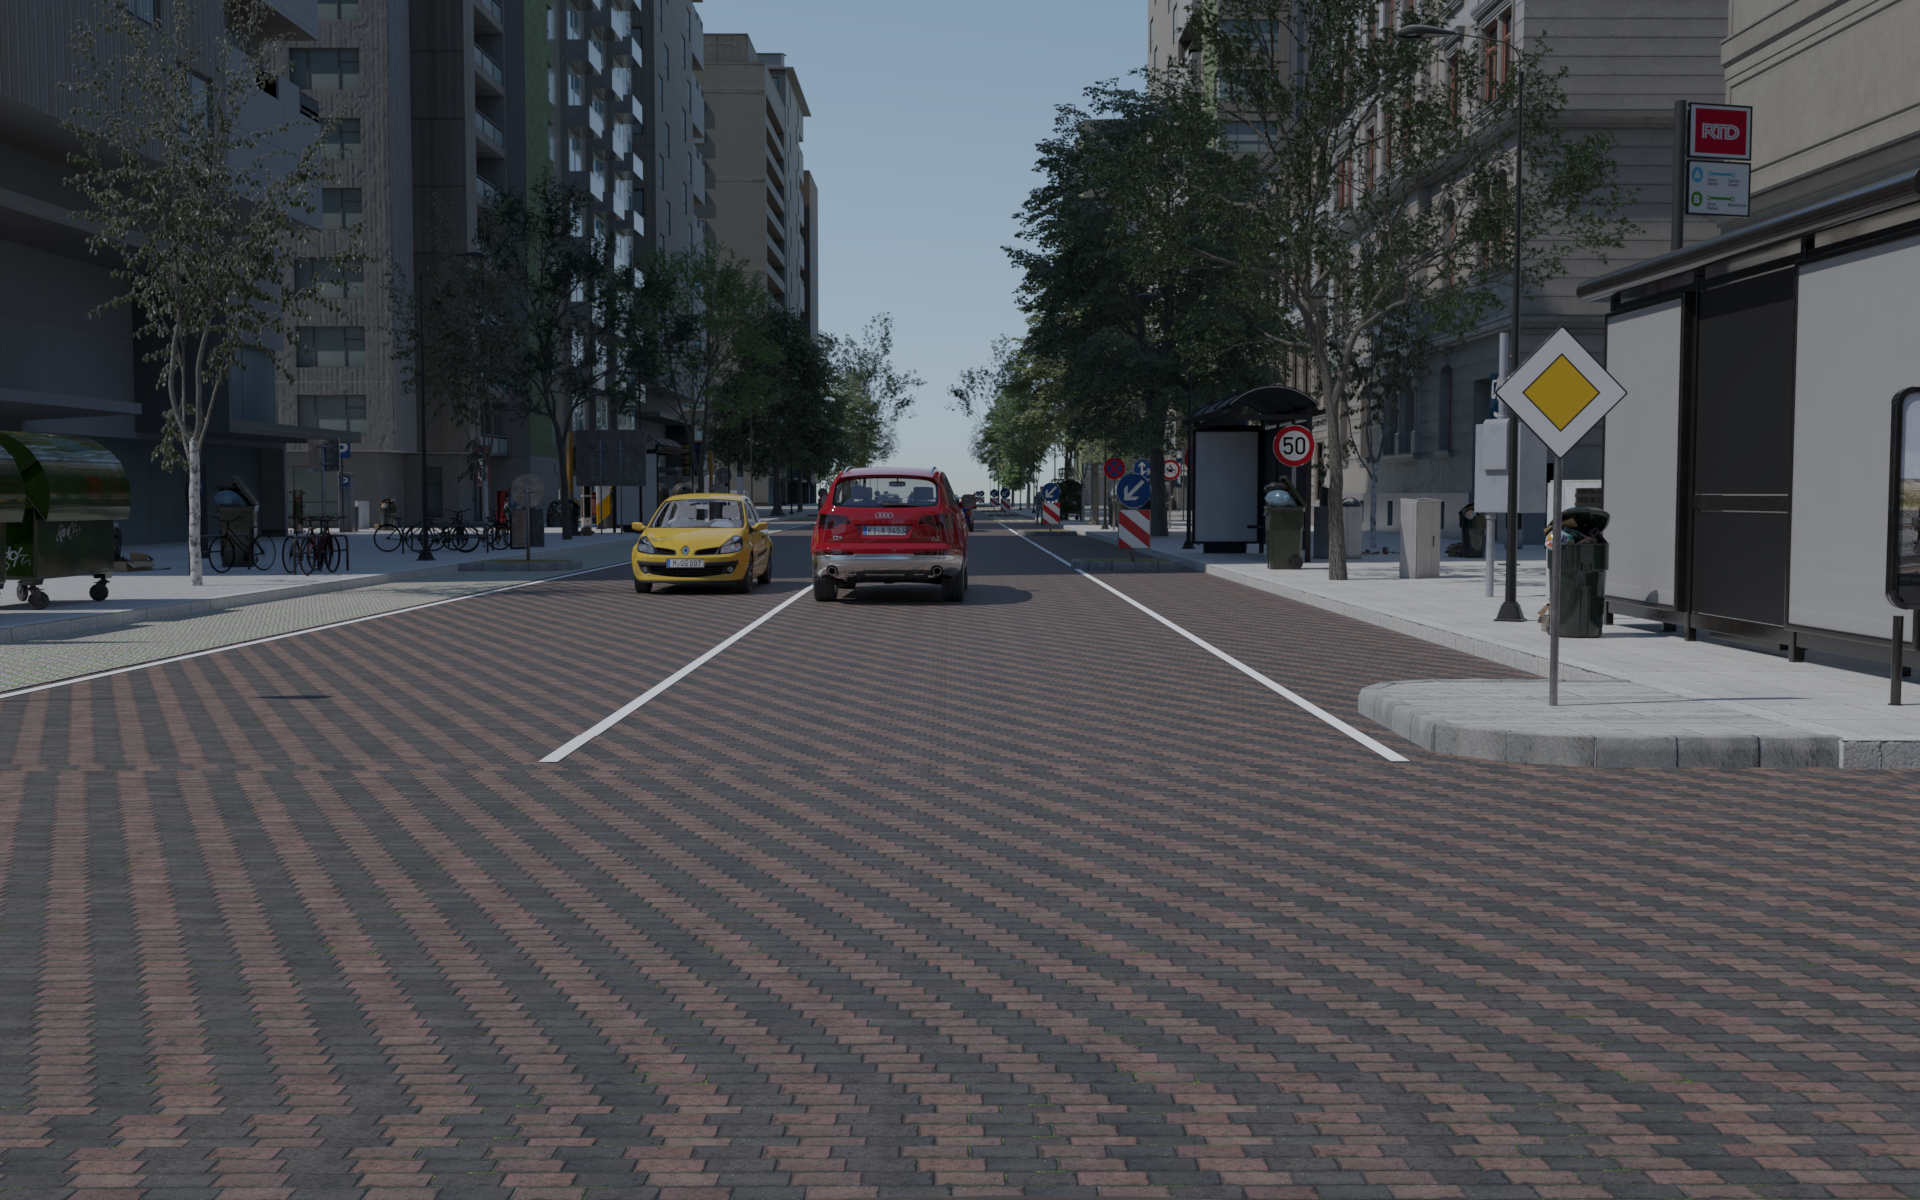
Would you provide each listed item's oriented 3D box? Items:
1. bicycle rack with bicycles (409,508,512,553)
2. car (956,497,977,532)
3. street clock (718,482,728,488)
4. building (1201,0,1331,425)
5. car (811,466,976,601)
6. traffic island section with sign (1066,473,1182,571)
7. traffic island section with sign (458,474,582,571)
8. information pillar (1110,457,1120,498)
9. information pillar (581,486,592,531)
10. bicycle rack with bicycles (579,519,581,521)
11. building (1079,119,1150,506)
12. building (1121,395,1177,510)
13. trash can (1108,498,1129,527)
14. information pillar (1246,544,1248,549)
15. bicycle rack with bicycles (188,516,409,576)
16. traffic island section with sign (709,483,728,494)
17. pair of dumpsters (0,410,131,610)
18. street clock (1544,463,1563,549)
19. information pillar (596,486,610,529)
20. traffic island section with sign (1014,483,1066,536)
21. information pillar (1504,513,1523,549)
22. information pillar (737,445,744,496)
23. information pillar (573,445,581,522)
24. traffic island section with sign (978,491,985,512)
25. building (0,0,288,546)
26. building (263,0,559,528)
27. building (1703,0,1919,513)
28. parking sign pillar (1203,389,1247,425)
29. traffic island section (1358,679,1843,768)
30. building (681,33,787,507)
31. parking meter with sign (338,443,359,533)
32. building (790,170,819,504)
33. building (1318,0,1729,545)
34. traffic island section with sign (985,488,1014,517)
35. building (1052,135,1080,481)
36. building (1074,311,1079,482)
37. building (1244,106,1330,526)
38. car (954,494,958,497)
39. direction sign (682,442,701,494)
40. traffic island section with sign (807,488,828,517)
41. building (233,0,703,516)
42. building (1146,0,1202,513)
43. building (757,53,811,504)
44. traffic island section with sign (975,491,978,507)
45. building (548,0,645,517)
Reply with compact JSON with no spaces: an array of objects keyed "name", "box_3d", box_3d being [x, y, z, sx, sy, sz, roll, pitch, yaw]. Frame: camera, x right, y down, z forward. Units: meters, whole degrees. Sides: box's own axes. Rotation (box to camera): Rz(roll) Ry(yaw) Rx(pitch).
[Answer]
[{"name":"bicycle rack with bicycles","box_3d":[-11.458,-1.524,38.303,2.925,0.926,2.852,-1,4,-10]},{"name":"car","box_3d":[-0.323,-3.331,67.041,1.945,1.354,3.894,0,4,1]},{"name":"street clock","box_3d":[-11.430,-4.834,83.613,0.471,2.002,0.358,0,4,-6]},{"name":"building","box_3d":[19.974,-25.129,94.447,14.154,41.232,14.086,0,4,0]},{"name":"car","box_3d":[-0.915,-0.979,24.680,2.281,1.827,5.304,0,4,1]},{"name":"traffic island section with sign","box_3d":[3.164,-1.516,33.410,1.989,1.847,2.006,0,4,0]},{"name":"traffic island section with sign","box_3d":[-8.253,-1.477,32.781,1.989,1.847,2.006,0,4,0]},{"name":"information pillar","box_3d":[6.797,-5.179,76.037,0.504,3.616,0.183,1,4,11]},{"name":"information pillar","box_3d":[-13.011,-3.413,60.290,0.304,2.012,0.304,-2,4,-28]},{"name":"bicycle rack with bicycles","box_3d":[-18.902,-4.079,80.073,2.925,0.926,2.852,0,4,-5]},{"name":"building","box_3d":[20.125,-31.104,192.152,14.154,41.232,14.086,0,4,0]},{"name":"building","box_3d":[29.538,-27.499,141.483,32.217,40.220,23.993,0,4,0]},{"name":"trash can","box_3d":[6.073,-3.401,67.256,0.748,1.137,0.748,0,3,0]},{"name":"information pillar","box_3d":[6.563,-2.203,40.519,0.304,2.012,0.304,1,4,20]},{"name":"bicycle rack with bicycles","box_3d":[-11.125,-0.923,28.470,2.852,0.926,2.925,1,4,8]},{"name":"traffic island section with sign","box_3d":[-8.401,-3.157,60.246,1.989,1.847,2.006,0,4,0]},{"name":"pair of dumpsters","box_3d":[-10.686,-0.987,18.628,1.574,2.255,4.437,0,4,0]},{"name":"street clock","box_3d":[13.729,-2.182,40.241,0.358,2.002,0.471,-3,4,-36]},{"name":"information pillar","box_3d":[-12.991,-4.379,62.952,0.504,3.616,0.183,-2,4,-26]},{"name":"traffic island section with sign","box_3d":[3.019,-3.164,60.365,1.989,1.847,2.006,0,4,0]},{"name":"information pillar","box_3d":[12.961,-2.202,40.500,0.304,2.012,0.304,-1,4,-17]},{"name":"information pillar","box_3d":[-10.552,-5.618,83.217,0.183,3.616,0.504,-3,4,-37]},{"name":"information pillar","box_3d":[-17.424,-5.319,78.317,0.504,3.616,0.183,-1,4,-13]},{"name":"traffic island section with sign","box_3d":[2.598,-7.858,137.109,1.989,1.847,2.006,0,4,0]},{"name":"building","box_3d":[-31.173,-27.363,36.625,28.713,52.752,27.495,0,4,0]},{"name":"building","box_3d":[-25.034,-23.624,69.853,14.154,41.232,14.086,0,4,0]},{"name":"building","box_3d":[28.741,-11.754,25.469,30.059,22.955,16.112,0,4,0]},{"name":"parking sign pillar","box_3d":[6.878,-3.476,45.298,1.447,3.967,1.447,-3,5,-40]},{"name":"traffic island section","box_3d":[3.617,0.720,10.512,2.009,0.180,2.903,0,4,0]},{"name":"building","box_3d":[-30.473,-34.458,187.091,21.300,48.544,21.600,0,4,0]},{"name":"parking meter with sign","box_3d":[-20.665,-3.801,58.413,0.543,3.016,1.738,-1,4,-9]},{"name":"building","box_3d":[-26.487,-35.671,233.324,14.600,45.320,14.200,0,4,0]},{"name":"building","box_3d":[20.067,-16.307,54.012,14.401,28.519,23.554,0,4,0]},{"name":"traffic island section with sign","box_3d":[2.744,-6.205,110.071,1.989,1.847,2.006,0,4,0]},{"name":"building","box_3d":[24.510,-37.302,229.491,23.786,49.044,30.456,0,4,0]},{"name":"building","box_3d":[20.619,-26.645,207.347,14.160,30.474,14.107,0,4,0]},{"name":"building","box_3d":[18.803,-12.908,75.673,10.561,19.102,19.286,0,4,0]},{"name":"car","box_3d":[-0.878,-11.319,194.844,2.009,1.686,4.222,0,4,1]},{"name":"direction sign","box_3d":[-11.644,-5.103,75.438,0.876,3.537,0.379,-1,4,-9]},{"name":"traffic island section with sign","box_3d":[-8.679,-6.212,110.200,1.989,1.847,2.006,0,4,0]},{"name":"building","box_3d":[-34.066,-33.066,129.860,28.713,52.752,27.495,0,4,0]},{"name":"building","box_3d":[27.255,-32.150,114.886,28.713,52.752,27.495,0,4,0]},{"name":"building","box_3d":[-33.389,-38.105,212.250,28.713,52.752,27.495,0,4,0]},{"name":"traffic island section with sign","box_3d":[2.298,-11.239,192.386,1.989,1.847,2.006,0,4,0]},{"name":"building","box_3d":[-30.996,-29.414,100.521,23.786,49.044,30.456,0,4,0]}]
